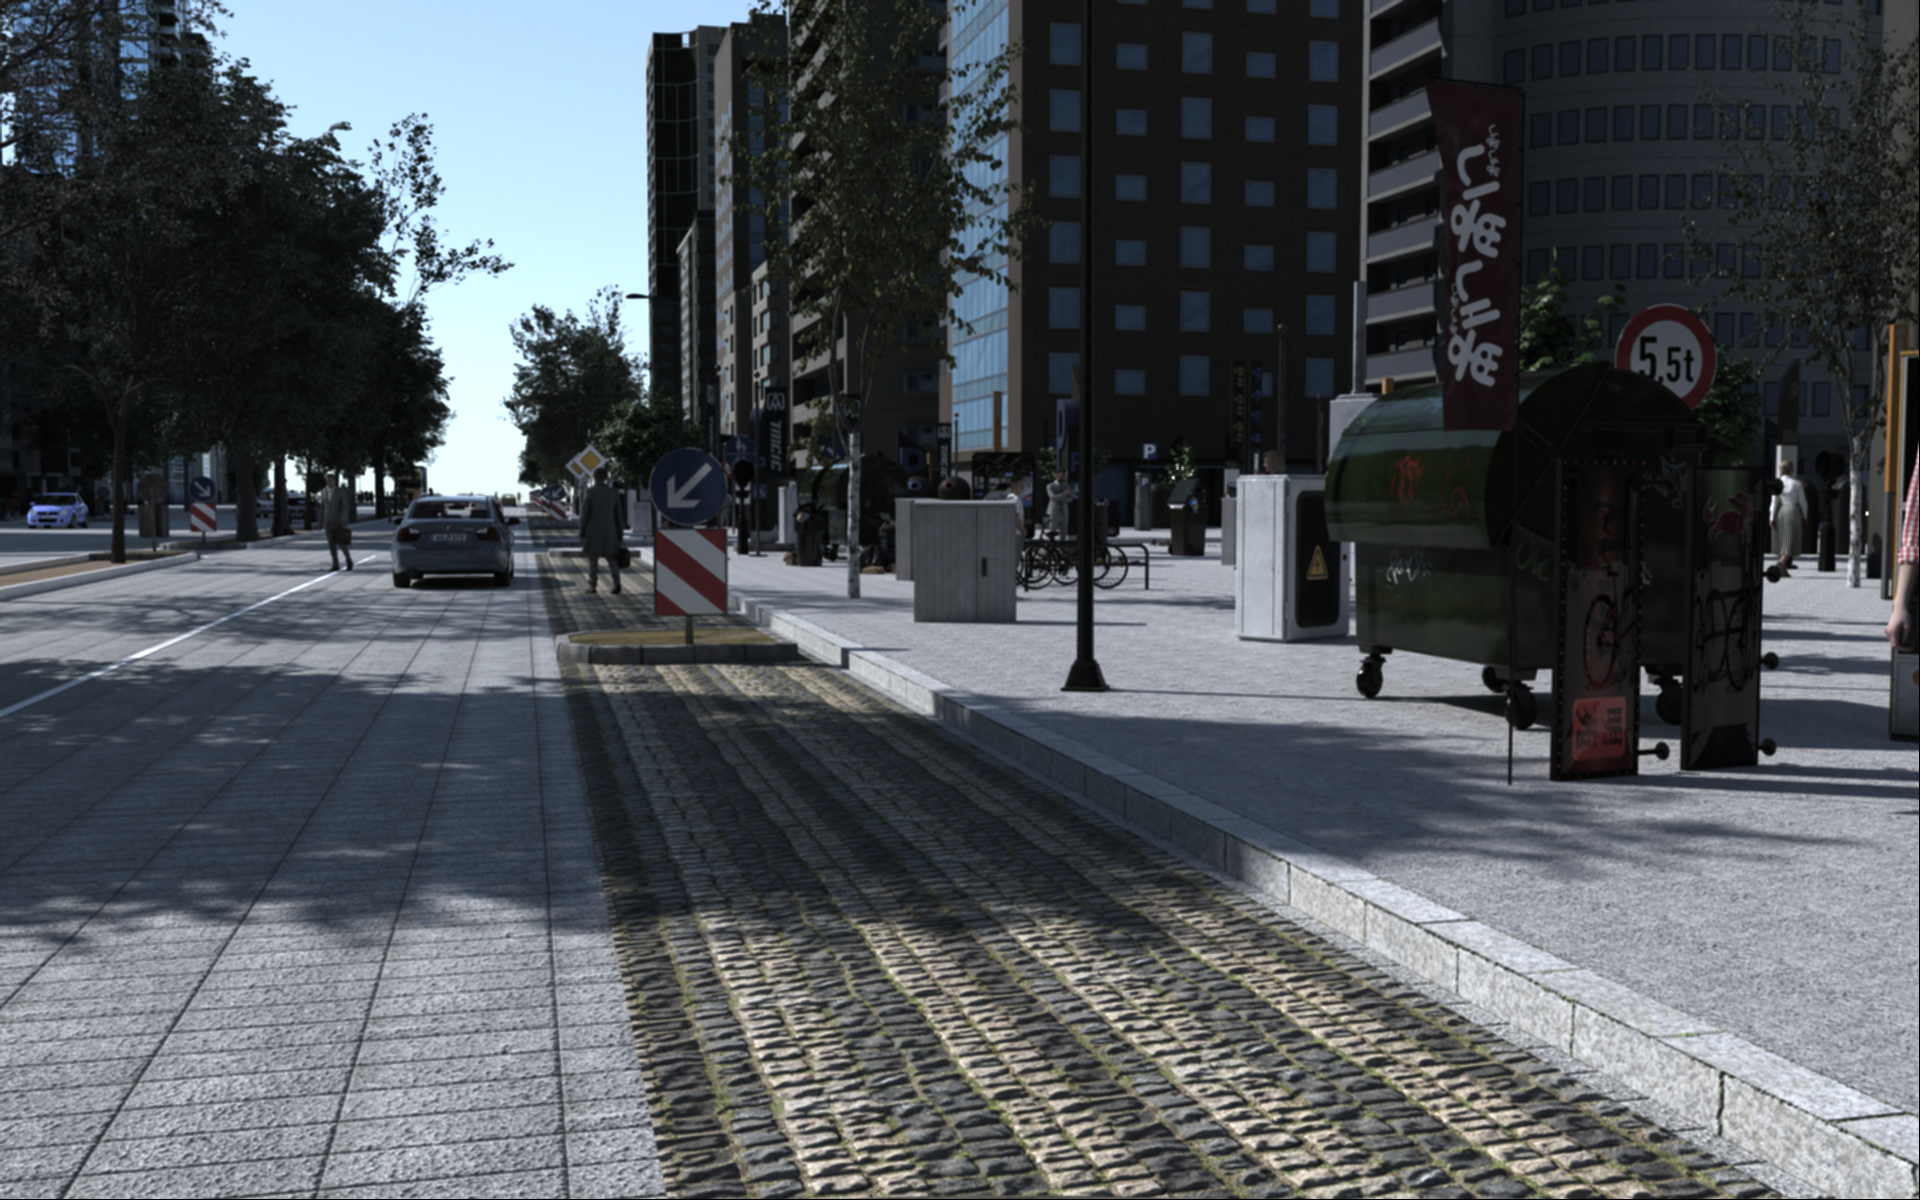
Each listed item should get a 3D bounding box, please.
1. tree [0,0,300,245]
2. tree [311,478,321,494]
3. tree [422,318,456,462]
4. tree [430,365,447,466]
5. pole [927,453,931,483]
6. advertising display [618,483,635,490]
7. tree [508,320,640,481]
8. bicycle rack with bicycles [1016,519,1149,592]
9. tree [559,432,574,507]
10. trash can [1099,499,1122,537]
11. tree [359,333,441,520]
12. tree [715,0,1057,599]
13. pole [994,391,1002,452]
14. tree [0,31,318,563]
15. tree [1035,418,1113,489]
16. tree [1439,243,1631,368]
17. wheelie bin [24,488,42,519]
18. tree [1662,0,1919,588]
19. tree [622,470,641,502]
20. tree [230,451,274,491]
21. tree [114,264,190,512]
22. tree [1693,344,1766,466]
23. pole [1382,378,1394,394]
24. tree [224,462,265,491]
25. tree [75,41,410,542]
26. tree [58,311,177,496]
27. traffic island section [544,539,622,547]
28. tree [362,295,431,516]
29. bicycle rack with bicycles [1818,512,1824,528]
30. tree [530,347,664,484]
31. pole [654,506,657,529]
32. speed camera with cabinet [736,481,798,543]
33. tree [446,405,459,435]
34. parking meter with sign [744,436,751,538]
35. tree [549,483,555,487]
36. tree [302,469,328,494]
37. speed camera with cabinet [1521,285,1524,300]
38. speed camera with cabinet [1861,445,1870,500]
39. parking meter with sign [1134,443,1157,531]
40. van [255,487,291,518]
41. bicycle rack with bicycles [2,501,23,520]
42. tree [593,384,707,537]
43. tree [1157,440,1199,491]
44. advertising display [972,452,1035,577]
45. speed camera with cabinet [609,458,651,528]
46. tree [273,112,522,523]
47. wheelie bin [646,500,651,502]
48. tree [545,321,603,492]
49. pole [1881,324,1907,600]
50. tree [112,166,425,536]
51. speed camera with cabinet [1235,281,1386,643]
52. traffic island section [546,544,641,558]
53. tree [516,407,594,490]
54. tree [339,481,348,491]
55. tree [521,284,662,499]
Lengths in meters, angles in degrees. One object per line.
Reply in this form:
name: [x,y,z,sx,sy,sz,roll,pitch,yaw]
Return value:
tree: [-14.459,-6.756,23.295,12.009,13.543,11.850,0,3,0]
tree: [-75.697,-12.724,202.644,1.663,3.219,1.824,0,3,0]
tree: [-35.345,-12.007,105.425,9.857,13.997,8.962,0,3,0]
tree: [-27.067,-8.426,74.639,8.767,10.594,7.601,-1,4,-14]
pole: [-1.526,-5.611,85.589,0.158,3.312,0.155,0,3,0]
advertising display: [-17.727,-5.332,92.397,0.974,1.923,0.123,-2,4,-31]
tree: [-27.645,-13.410,125.907,9.857,13.997,8.962,0,3,0]
bicycle rack with bicycles: [1.194,-0.644,23.904,2.925,0.926,2.852,-1,4,-19]
tree: [-39.445,-13.746,175.111,4.360,8.622,3.978,0,3,0]
trash can: [4.454,-2.444,51.611,0.748,1.137,0.748,0,3,0]
tree: [-32.264,-10.232,95.511,9.928,11.665,9.643,0,3,0]
tree: [-1.156,-4.334,21.223,4.737,8.622,4.395,0,3,0]
pole: [0.748,-2.487,34.512,0.158,3.312,0.155,0,3,0]
tree: [-17.291,-6.004,35.041,8.767,10.594,7.601,-1,4,-14]
tree: [2.445,-2.671,38.277,1.663,3.219,1.824,0,3,0]
tree: [4.504,-1.152,13.436,1.663,3.219,1.824,0,3,0]
wheelie bin: [-48.545,-5.059,90.620,0.693,1.594,0.980,-2,4,-29]
tree: [12.056,-4.471,23.464,4.360,8.622,3.978,0,3,0]
tree: [-12.334,-4.460,67.519,1.663,3.219,1.824,0,3,0]
tree: [-67.764,-13.334,168.380,4.737,8.622,4.395,0,3,0]
tree: [-54.741,-16.498,125.628,12.611,20.169,13.585,0,3,0]
tree: [14.527,-3.122,34.761,4.285,4.588,4.351,0,3,0]
pole: [7.519,-2.244,30.531,0.158,3.312,0.155,0,3,0]
tree: [-62.740,-10.293,152.004,4.285,4.588,4.351,0,3,0]
tree: [-20.334,-8.559,49.045,9.857,13.997,8.962,0,3,0]
tree: [-52.542,-11.633,108.329,7.486,12.596,7.792,0,3,0]
traffic island section: [-10.454,-1.566,47.890,2.009,0.180,2.903,-1,4,-14]
tree: [-25.461,-7.966,67.115,8.767,10.594,7.601,-1,4,-14]
bicycle rack with bicycles: [33.824,-3.175,65.298,2.852,0.926,2.925,-1,4,-19]
tree: [-23.214,-10.750,110.170,8.767,10.594,7.601,-3,5,-39]
pole: [-9.810,-3.771,55.507,0.158,3.312,0.155,0,3,0]
speed camera with cabinet: [-4.395,-2.868,41.224,0.660,3.252,2.038,3,5,42]
tree: [-37.378,-10.843,114.158,8.767,10.594,7.601,-1,4,-14]
parking meter with sign: [-6.090,-3.356,51.136,0.543,3.016,1.738,0,4,1]
tree: [-51.551,-13.844,220.944,1.663,3.219,1.824,0,3,0]
tree: [-76.551,-13.584,205.805,4.285,4.588,4.351,0,3,0]
speed camera with cabinet: [5.942,-1.339,16.230,2.038,3.252,0.660,3,5,40]
speed camera with cabinet: [37.390,-4.651,70.387,2.038,3.252,0.660,0,4,4]
parking meter with sign: [6.428,-3.932,60.543,0.543,3.016,1.738,0,4,-6]
van: [-41.925,-6.041,105.786,2.013,2.044,4.112,-1,4,-13]
bicycle rack with bicycles: [-47.472,-4.374,84.901,2.852,0.926,2.925,3,4,36]
tree: [-9.233,-4.166,51.821,4.285,4.588,4.351,0,3,0]
tree: [8.110,-4.113,61.846,1.663,3.219,1.824,0,3,0]
advertising display: [0.669,-1.310,26.633,0.974,1.923,0.123,0,4,0]
speed camera with cabinet: [-12.322,-4.351,65.469,2.038,3.252,0.660,1,4,16]
tree: [-28.632,-13.829,84.458,12.611,20.169,13.585,0,3,0]
wheelie bin: [-16.996,-5.447,96.973,0.980,1.594,0.693,0,4,8]
tree: [-14.913,-7.586,74.396,4.737,8.622,4.395,0,3,0]
pole: [11.279,-1.656,20.913,0.158,3.312,0.155,0,3,0]
tree: [-23.147,-8.514,58.671,9.611,12.733,9.660,0,3,0]
speed camera with cabinet: [3.343,-1.301,15.604,2.038,3.252,0.660,-3,5,-43]
traffic island section: [-8.495,-1.093,40.148,2.009,0.180,2.903,-1,4,-14]
tree: [-48.502,-17.830,208.534,9.611,12.733,9.660,0,3,0]
tree: [-84.396,-14.814,236.816,1.663,3.219,1.824,0,3,0]
tree: [-32.947,-18.289,154.917,12.611,20.169,13.585,0,3,0]
